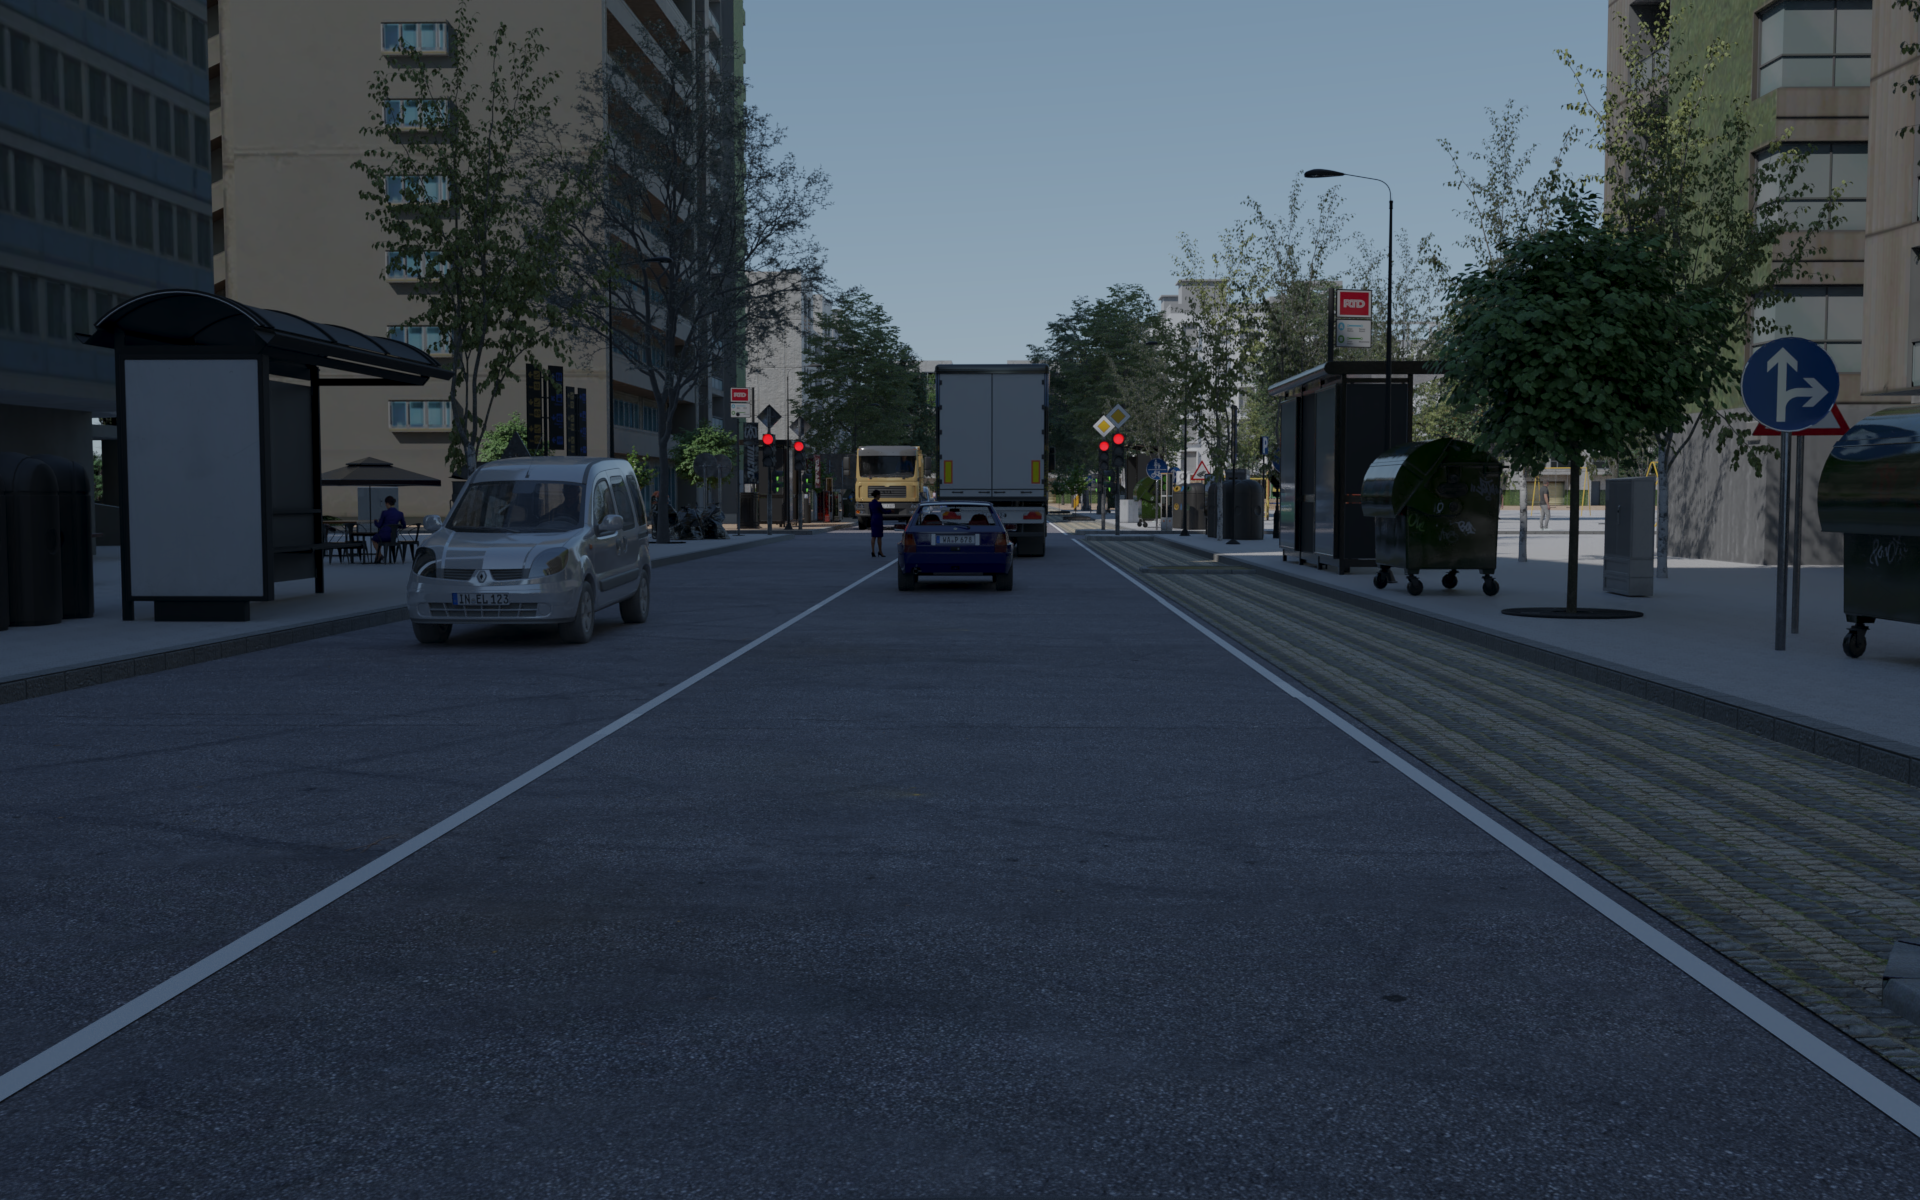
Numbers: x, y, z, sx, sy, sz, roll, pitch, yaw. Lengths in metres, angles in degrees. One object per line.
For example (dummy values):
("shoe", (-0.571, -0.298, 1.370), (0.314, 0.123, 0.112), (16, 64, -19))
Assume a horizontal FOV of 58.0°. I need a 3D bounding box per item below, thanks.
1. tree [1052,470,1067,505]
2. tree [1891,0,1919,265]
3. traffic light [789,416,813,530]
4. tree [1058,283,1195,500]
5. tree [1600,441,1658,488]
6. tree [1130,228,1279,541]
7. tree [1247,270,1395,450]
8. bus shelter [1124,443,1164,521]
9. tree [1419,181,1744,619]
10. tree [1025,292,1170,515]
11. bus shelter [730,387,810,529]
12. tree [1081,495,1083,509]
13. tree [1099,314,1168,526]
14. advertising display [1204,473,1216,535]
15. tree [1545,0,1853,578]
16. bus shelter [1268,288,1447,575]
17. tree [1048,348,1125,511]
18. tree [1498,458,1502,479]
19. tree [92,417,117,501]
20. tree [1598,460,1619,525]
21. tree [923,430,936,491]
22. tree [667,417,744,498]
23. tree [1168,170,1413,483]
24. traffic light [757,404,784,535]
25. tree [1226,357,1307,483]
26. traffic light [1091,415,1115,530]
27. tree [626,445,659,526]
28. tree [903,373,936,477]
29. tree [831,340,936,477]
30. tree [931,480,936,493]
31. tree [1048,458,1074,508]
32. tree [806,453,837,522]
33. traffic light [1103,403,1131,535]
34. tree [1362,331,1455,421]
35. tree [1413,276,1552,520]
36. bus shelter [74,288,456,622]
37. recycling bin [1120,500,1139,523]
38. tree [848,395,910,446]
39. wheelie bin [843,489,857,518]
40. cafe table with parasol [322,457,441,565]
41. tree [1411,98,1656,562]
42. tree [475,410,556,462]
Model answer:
("tree", (11.925, -16.648, 197.955), (9.928, 11.665, 9.643), (0, 3, 0))
("tree", (11.170, -4.088, 17.202), (4.360, 8.622, 3.978), (0, 3, 0))
("traffic light", (-5.714, -4.474, 62.062), (0.839, 4.253, 0.868), (0, 4, 2))
("tree", (8.712, -10.755, 93.964), (7.486, 12.596, 7.792), (0, 3, 0))
("tree", (56.084, -9.755, 122.406), (20.602, 7.101, 11.467), (-1, 4, -22))
("tree", (6.899, -5.929, 47.297), (4.737, 8.622, 4.395), (0, 3, 0))
("tree", (20.801, -11.717, 98.233), (9.857, 13.997, 8.962), (0, 3, 0))
("bus shelter", (8.675, -5.587, 82.629), (1.731, 3.624, 6.357), (0, 4, 1))
("tree", (6.442, -2.119, 18.359), (4.285, 4.588, 4.351), (0, 3, 0))
("tree", (8.782, -12.345, 108.494), (9.857, 13.997, 8.962), (0, 3, 0))
("bus shelter", (-7.461, -5.513, 67.765), (2.179, 5.291, 8.768), (0, 4, 2))
("tree", (10.522, -12.521, 155.088), (4.737, 8.622, 4.395), (0, 3, 0))
("tree", (7.881, -7.317, 69.995), (4.360, 8.622, 3.978), (0, 3, 0))
("advertising display", (7.904, -2.979, 53.919), (0.123, 1.923, 0.974), (-2, 4, -24))
("tree", (10.718, -4.625, 25.975), (4.737, 8.622, 4.395), (0, 3, 0))
("bus shelter", (6.924, -3.296, 31.521), (2.179, 5.291, 8.768), (0, 4, 2))
("tree", (9.624, -13.132, 131.723), (9.611, 12.733, 9.660), (0, 3, 0))
("tree", (29.472, -8.890, 95.711), (4.737, 8.622, 4.395), (0, 3, 0))
("tree", (-60.088, -13.487, 122.333), (13.155, 14.587, 18.604), (0, 4, -5))
("tree", (27.414, -8.985, 72.660), (9.928, 11.665, 9.643), (0, 3, 0))
("tree", (-3.199, -13.203, 166.234), (4.737, 8.622, 4.395), (0, 3, 0))
("tree", (-10.759, -5.497, 73.584), (4.285, 4.588, 4.351), (0, 3, 0))
("tree", (7.871, -5.513, 40.495), (4.360, 8.622, 3.978), (0, 3, 0))
("traffic light", (-5.935, -3.985, 54.080), (0.839, 4.253, 0.868), (0, 4, 2))
("tree", (24.923, -13.076, 130.801), (9.611, 12.733, 9.660), (0, 3, 0))
("traffic light", (5.103, -4.456, 61.781), (0.839, 4.253, 0.868), (0, 4, 2))
("tree", (-12.958, -4.524, 68.576), (1.663, 3.219, 1.824), (0, 3, 0))
("tree", (-3.663, -13.633, 148.656), (9.928, 11.665, 9.643), (0, 3, 0))
("tree", (-4.888, -12.914, 128.158), (9.611, 12.733, 9.660), (0, 3, 0))
("tree", (-2.778, -12.519, 199.290), (1.663, 3.219, 1.824), (0, 3, 0))
("tree", (10.804, -13.987, 163.097), (8.767, 10.594, 7.601), (2, 4, 32))
("tree", (-6.489, -5.249, 80.422), (1.663, 3.219, 1.824), (0, 3, 0))
("traffic light", (4.883, -3.968, 53.799), (0.839, 4.253, 0.868), (0, 4, 2))
("tree", (19.324, -7.642, 75.303), (4.737, 8.622, 4.395), (0, 3, 0))
("tree", (26.531, -10.351, 86.247), (9.611, 12.733, 9.660), (0, 3, 0))
("bus shelter", (-7.643, -1.587, 19.865), (2.014, 3.302, 5.546), (0, 4, 2))
("recycling bin", (7.451, -3.931, 76.823), (0.722, 1.027, 0.722), (-3, 4, -38))
("tree", (-5.338, -9.795, 110.505), (4.737, 8.622, 4.395), (0, 3, 0))
("wheelie bin", (-5.992, -5.280, 94.242), (0.693, 1.594, 0.980), (-2, 4, -32))
("cafe table with parasol", (-10.876, -1.656, 31.945), (2.610, 1.966, 2.610), (1, 4, 13))
("tree", (10.631, -5.017, 32.391), (4.360, 8.622, 3.978), (0, 3, 0))
("tree", (-17.342, -5.119, 67.407), (4.285, 4.588, 4.351), (0, 3, 0))
